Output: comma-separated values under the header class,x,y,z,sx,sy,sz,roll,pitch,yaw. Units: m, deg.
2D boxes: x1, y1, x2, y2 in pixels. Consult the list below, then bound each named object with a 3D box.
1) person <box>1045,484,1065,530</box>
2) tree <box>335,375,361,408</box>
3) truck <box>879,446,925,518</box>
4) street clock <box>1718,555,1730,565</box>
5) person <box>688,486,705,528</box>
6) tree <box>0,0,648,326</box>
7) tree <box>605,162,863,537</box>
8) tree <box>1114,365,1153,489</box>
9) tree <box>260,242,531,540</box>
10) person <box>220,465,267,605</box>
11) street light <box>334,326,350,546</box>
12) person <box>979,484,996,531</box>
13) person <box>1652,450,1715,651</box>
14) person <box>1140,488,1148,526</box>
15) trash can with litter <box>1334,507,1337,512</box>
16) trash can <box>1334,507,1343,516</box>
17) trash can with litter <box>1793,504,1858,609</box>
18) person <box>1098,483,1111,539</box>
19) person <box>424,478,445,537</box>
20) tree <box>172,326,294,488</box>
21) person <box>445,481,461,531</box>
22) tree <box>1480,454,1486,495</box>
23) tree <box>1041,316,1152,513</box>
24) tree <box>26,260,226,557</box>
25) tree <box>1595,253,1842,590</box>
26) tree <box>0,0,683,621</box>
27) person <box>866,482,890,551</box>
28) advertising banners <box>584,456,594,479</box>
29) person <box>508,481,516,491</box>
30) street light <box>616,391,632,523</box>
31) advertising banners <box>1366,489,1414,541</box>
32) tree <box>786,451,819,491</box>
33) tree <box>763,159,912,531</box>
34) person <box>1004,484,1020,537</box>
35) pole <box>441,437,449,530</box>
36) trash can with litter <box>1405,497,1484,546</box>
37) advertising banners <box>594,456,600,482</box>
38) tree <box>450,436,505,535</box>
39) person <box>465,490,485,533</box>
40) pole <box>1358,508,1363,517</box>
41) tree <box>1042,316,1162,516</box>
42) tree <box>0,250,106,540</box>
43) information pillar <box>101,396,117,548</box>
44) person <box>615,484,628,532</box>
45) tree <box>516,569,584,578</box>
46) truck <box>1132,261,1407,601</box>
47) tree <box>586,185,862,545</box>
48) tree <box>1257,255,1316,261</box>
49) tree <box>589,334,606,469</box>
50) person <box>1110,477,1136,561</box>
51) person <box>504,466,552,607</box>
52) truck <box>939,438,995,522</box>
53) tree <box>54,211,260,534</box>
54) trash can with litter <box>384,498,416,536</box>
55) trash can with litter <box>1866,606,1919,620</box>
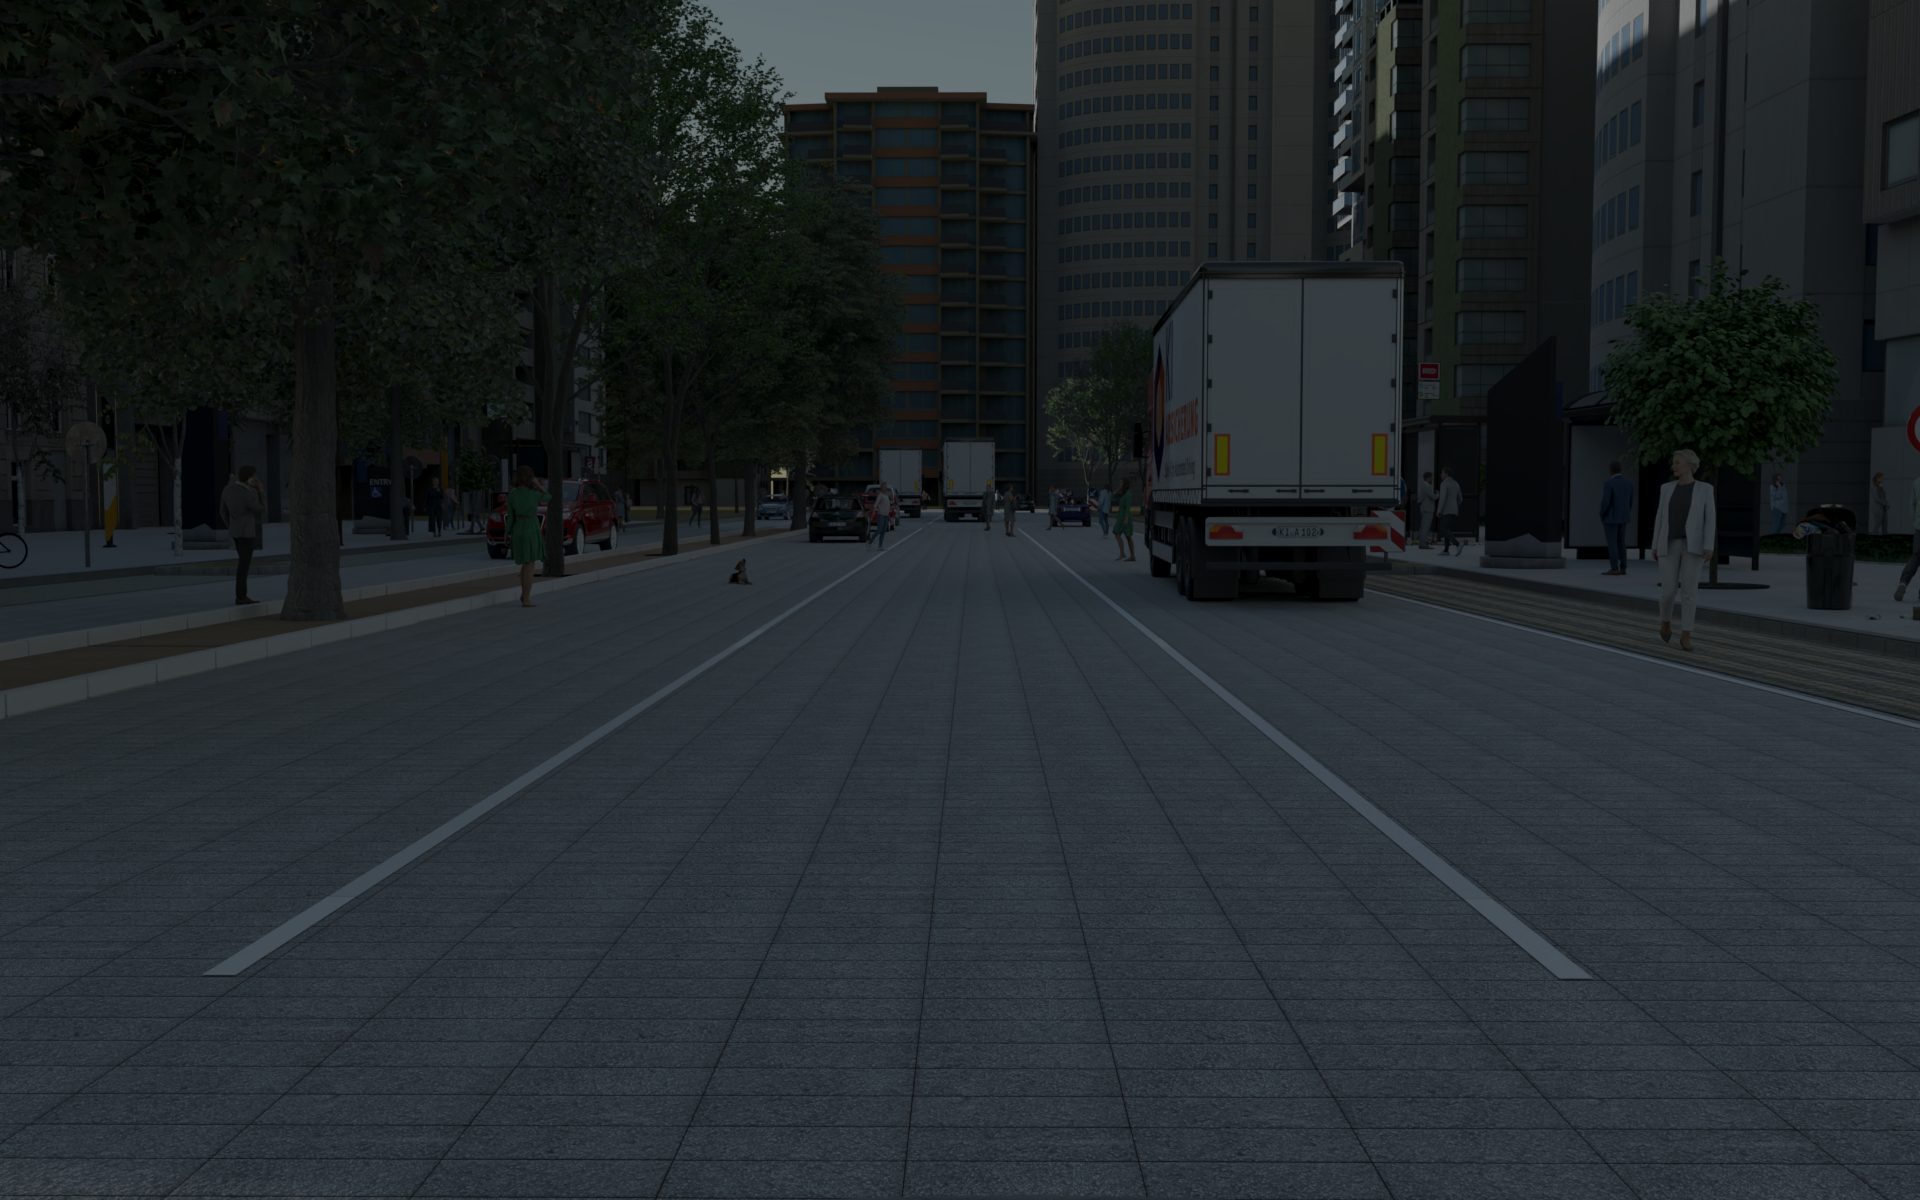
class,x,y,z,sx,sy,sz,roll,pitch,yaw
person,3.770,-3.679,68.744,0.778,1.811,0.616,0,4,7
tree,-25.983,-7.252,68.932,4.360,8.622,3.978,0,3,0
truck,-3.612,-7.245,107.369,2.839,4.237,11.283,0,4,-1
street clock,13.924,-1.650,31.552,0.358,2.002,0.471,1,4,12
person,-11.075,-3.884,72.597,0.643,1.750,0.593,3,4,36
tree,-6.949,-5.512,9.590,9.611,12.733,9.660,0,3,0
tree,-7.184,-8.421,58.261,7.486,12.596,7.792,0,3,0
tree,10.400,-8.839,94.883,4.360,8.622,3.978,0,3,0
tree,-15.576,-7.910,47.462,7.486,12.596,7.792,0,3,0
person,-9.294,-0.845,22.502,0.473,1.802,0.592,-3,5,-41
street light,-15.300,-4.269,42.584,0.468,5.910,1.993,0,4,1
person,1.065,-3.625,67.867,0.694,1.812,0.767,2,4,35
person,6.686,-0.468,16.036,0.514,1.842,0.818,1,4,16
person,8.323,-4.232,77.871,0.537,1.800,0.526,-1,4,-15
trash can with litter,13.817,-3.331,65.847,0.624,1.170,1.055,-3,5,-41
trash can,12.205,-2.735,56.373,0.748,1.137,0.748,0,3,0
trash can with litter,9.765,-0.496,19.503,0.624,1.170,1.055,2,4,30
person,4.655,-2.863,55.568,0.793,1.790,0.793,0,4,7
person,-15.724,-2.776,51.851,0.576,1.772,0.534,-2,4,-30
tree,-26.800,-6.885,62.935,4.360,8.622,3.978,0,3,0
person,-17.758,-3.288,60.394,0.593,1.750,0.643,3,5,44
tree,24.011,-5.212,79.819,1.663,3.219,1.824,0,3,0
tree,10.403,-12.732,118.531,12.009,13.543,11.850,0,3,0
tree,-16.283,-5.202,35.419,4.737,8.622,4.395,0,3,0
tree,10.454,-2.458,23.896,4.285,4.588,4.351,0,3,0
tree,-7.366,-6.744,19.371,9.857,13.997,8.962,0,3,0
person,-2.092,-2.106,43.601,0.598,1.740,0.731,1,4,13
advertising banners,-17.916,-5.144,80.298,2.074,3.025,0.090,-1,4,-9
person,-13.472,-2.693,52.487,0.822,1.834,0.622,0,4,4
street light,-14.998,-6.412,77.631,0.468,5.910,1.993,0,4,1
advertising banners,11.151,-3.067,46.331,2.074,3.025,0.090,-1,4,-8
tree,-14.349,-12.541,155.413,4.360,8.622,3.978,0,3,0
tree,-6.273,-9.655,66.965,9.857,13.997,8.962,0,3,0
person,1.773,-3.017,58.178,0.532,1.782,0.716,-1,4,-18
pole,-18.335,-4.149,61.672,0.158,3.312,0.155,0,3,0
trash can with litter,11.996,-1.972,43.297,2.233,1.210,1.678,0,4,6
advertising banners,-16.554,-5.137,80.177,0.090,3.025,2.074,0,4,0
tree,-15.511,-3.677,54.719,1.663,3.219,1.824,0,3,0
person,-16.150,-3.148,57.608,0.767,1.812,0.694,-2,4,-31
pole,14.189,-4.120,61.210,0.158,3.312,0.155,0,3,0
tree,10.844,-10.805,102.418,9.928,11.665,9.643,0,3,0
tree,-25.898,-5.972,48.012,4.360,8.622,3.978,0,3,0
information pillar,-20.432,-3.073,41.596,0.183,3.616,0.504,0,4,-1
person,-12.705,-3.449,64.985,0.616,1.811,0.778,-3,5,-40
tree,-6.903,-6.190,29.412,9.928,11.665,9.643,0,3,0
truck,4.331,-2.297,26.473,2.839,4.237,11.283,0,4,2
tree,-6.892,-6.857,48.984,8.767,10.594,7.601,0,4,1
tree,9.893,-6.265,52.791,4.737,8.622,4.395,0,3,0
tree,-15.065,-10.463,89.196,7.486,12.596,7.792,0,3,0
person,3.517,-1.716,36.808,0.529,1.795,0.600,-1,4,-18
person,-5.547,-0.817,22.100,0.600,1.795,0.529,0,4,1
truck,0.362,-6.286,91.683,2.839,4.237,11.283,0,4,-1
tree,-24.702,-7.917,55.200,9.928,11.665,9.643,0,3,0
trash can with litter,-17.151,-2.543,52.962,0.624,1.170,1.055,1,4,9
trash can with litter,10.296,-0.376,17.199,2.233,1.210,1.678,3,5,39
